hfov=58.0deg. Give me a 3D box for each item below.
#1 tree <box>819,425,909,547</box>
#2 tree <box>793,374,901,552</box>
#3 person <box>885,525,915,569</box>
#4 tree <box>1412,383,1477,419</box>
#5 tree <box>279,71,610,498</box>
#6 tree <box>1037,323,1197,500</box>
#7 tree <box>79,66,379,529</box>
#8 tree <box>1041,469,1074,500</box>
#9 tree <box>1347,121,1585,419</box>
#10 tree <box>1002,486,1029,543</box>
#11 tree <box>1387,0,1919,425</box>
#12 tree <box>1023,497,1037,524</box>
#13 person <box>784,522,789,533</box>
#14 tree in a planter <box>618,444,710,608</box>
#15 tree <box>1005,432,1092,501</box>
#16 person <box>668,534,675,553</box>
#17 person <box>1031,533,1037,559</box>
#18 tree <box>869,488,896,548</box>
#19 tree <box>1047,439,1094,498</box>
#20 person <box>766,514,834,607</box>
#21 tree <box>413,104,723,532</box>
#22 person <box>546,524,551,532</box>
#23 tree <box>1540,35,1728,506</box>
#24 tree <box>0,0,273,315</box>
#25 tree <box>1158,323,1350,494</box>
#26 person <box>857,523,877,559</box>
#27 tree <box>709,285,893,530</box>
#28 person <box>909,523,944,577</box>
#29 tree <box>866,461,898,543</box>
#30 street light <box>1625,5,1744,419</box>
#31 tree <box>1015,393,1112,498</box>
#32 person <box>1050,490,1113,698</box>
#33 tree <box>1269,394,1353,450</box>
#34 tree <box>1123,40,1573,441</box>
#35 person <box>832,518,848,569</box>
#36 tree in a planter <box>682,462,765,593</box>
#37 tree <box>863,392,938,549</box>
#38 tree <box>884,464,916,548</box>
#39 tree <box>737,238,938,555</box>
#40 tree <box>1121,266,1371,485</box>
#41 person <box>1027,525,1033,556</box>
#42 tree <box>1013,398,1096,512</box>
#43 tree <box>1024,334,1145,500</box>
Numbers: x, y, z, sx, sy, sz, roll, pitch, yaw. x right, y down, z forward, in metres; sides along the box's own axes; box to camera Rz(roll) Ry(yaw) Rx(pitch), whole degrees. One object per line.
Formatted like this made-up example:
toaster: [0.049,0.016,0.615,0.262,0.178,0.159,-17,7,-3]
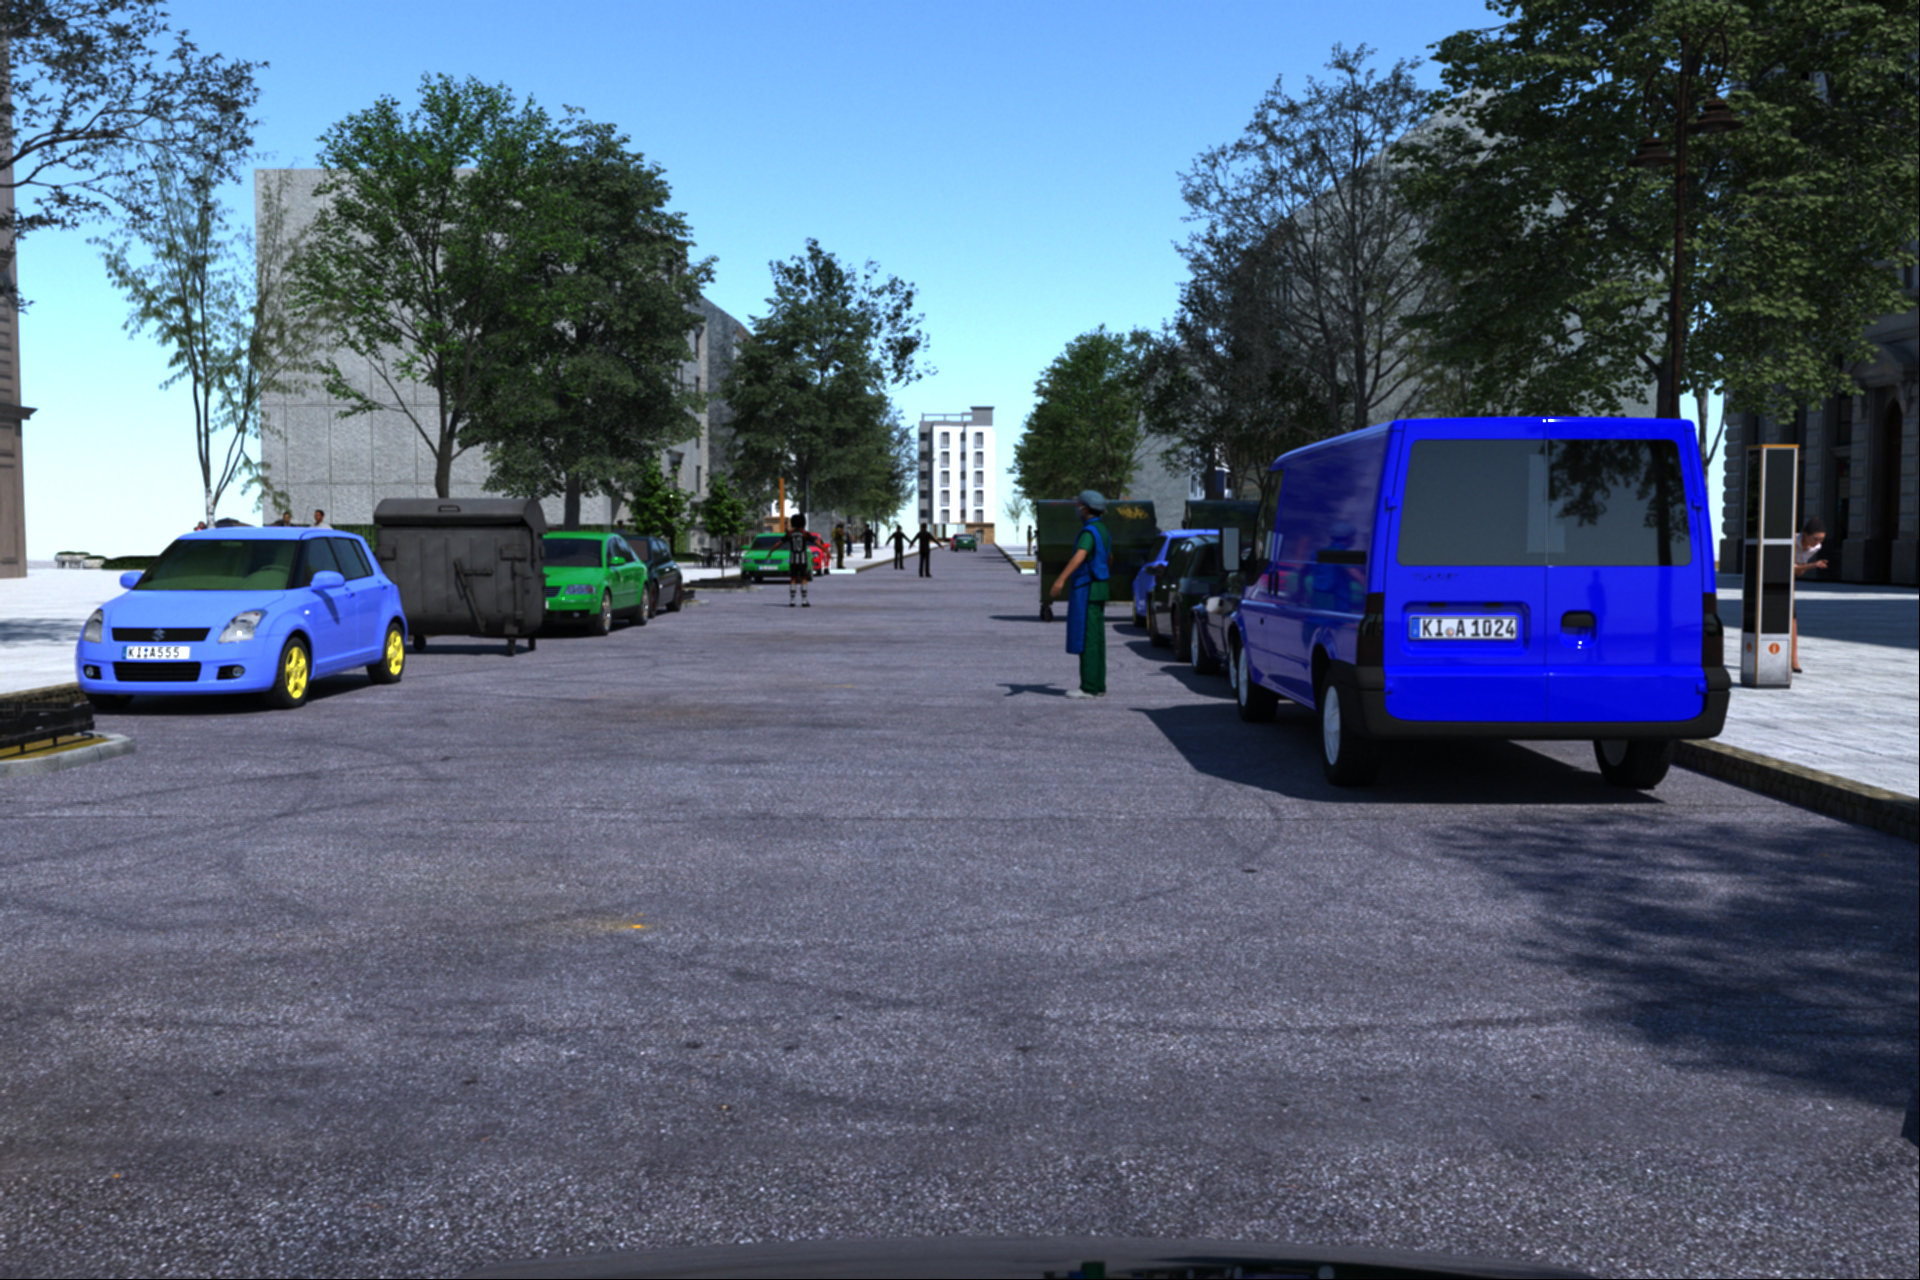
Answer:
tree: [-7.541,-12.145,132.982,7.601,10.594,8.767,-1,4,-23]
tree: [-8.009,-12.525,122.912,7.486,12.596,7.792,0,3,0]
person: [-2.471,-3.771,70.341,1.346,1.802,0.704,2,4,26]
tree: [22.909,-7.976,80.778,4.737,8.622,4.395,0,3,0]
tree: [-11.771,-6.956,39.482,9.928,11.665,9.643,0,3,0]
tree: [7.528,-9.689,84.173,9.928,11.665,9.643,0,3,0]
tree: [-12.428,-4.756,28.122,4.360,8.622,3.978,0,3,0]
tree: [7.903,-11.108,131.982,4.737,8.622,4.395,0,3,0]
tree: [9.531,-4.933,31.011,4.360,8.622,3.978,0,3,0]
tree: [8.905,-19.006,261.112,4.360,8.622,3.978,0,3,0]
tree: [9.400,-6.340,21.787,7.486,12.596,7.792,0,3,0]
tree: [11.842,-18.601,254.484,4.360,8.622,3.978,0,3,0]
person: [-7.450,-4.192,74.682,0.704,1.812,1.346,1,4,9]
tree in a planter: [-6.060,-2.281,34.513,1.991,3.239,1.994,0,4,2]
tree: [8.207,-14.356,160.471,9.928,11.665,9.643,0,3,0]
person: [-14.997,-5.080,89.775,0.721,1.740,1.216,0,4,0]
person: [4.070,-5.137,89.959,0.705,1.833,1.349,2,4,29]
tree: [-7.484,-12.706,158.110,4.737,8.622,4.395,0,3,0]
tree: [7.300,-9.753,109.829,4.360,8.622,3.978,0,3,0]
person: [-3.169,-1.559,34.088,1.345,1.843,0.704,0,4,5]
tree: [-12.026,-8.976,53.407,9.857,13.997,8.962,0,3,0]
person: [-15.212,-3.476,63.301,1.216,1.772,0.721,-1,4,-10]
tree: [28.029,-12.960,67.786,12.611,20.169,13.585,0,3,0]
tree: [-12.151,-6.462,16.028,12.009,13.543,11.850,0,3,0]
tree: [12.529,-8.351,70.948,8.767,10.594,7.601,-2,4,-28]
person: [-4.839,-5.197,90.906,1.347,1.837,0.705,-3,5,-44]
tree: [-8.099,-11.219,90.092,9.857,13.997,8.962,0,3,0]
person: [-1.158,-2.984,57.476,1.346,1.802,0.704,2,4,30]
tree: [-12.509,-20.583,254.658,7.486,12.596,7.792,0,3,0]
street light: [6.561,-2.634,15.862,0.468,5.910,1.993,0,4,1]
tree: [7.851,-12.198,125.186,9.928,11.665,9.643,0,3,0]
person: [1.116,-0.406,15.221,0.704,1.817,1.347,1,4,22]
tree: [16.148,-8.035,81.728,4.360,8.622,3.978,0,3,0]
tree: [9.690,-8.098,42.771,12.009,13.543,11.850,0,3,0]
person: [-4.365,-3.535,63.563,0.705,1.858,1.354,-1,4,-16]
tree in a planter: [-5.934,-2.813,43.210,1.991,3.239,1.994,0,4,1]
tree: [-7.099,-14.554,148.331,12.009,13.543,11.850,0,3,0]
tree: [-6.535,-13.080,164.222,4.737,8.622,4.395,0,3,0]
tree: [-7.652,-15.515,109.554,12.611,20.169,13.585,0,3,0]
tree: [9.590,-7.591,58.532,8.767,10.594,7.601,1,4,8]
person: [4.044,-5.723,99.845,0.705,1.796,1.348,0,4,2]
tree: [7.747,-13.723,142.493,7.486,12.596,7.792,0,3,0]
tree: [7.096,-11.050,98.787,7.486,12.596,7.792,0,3,0]
